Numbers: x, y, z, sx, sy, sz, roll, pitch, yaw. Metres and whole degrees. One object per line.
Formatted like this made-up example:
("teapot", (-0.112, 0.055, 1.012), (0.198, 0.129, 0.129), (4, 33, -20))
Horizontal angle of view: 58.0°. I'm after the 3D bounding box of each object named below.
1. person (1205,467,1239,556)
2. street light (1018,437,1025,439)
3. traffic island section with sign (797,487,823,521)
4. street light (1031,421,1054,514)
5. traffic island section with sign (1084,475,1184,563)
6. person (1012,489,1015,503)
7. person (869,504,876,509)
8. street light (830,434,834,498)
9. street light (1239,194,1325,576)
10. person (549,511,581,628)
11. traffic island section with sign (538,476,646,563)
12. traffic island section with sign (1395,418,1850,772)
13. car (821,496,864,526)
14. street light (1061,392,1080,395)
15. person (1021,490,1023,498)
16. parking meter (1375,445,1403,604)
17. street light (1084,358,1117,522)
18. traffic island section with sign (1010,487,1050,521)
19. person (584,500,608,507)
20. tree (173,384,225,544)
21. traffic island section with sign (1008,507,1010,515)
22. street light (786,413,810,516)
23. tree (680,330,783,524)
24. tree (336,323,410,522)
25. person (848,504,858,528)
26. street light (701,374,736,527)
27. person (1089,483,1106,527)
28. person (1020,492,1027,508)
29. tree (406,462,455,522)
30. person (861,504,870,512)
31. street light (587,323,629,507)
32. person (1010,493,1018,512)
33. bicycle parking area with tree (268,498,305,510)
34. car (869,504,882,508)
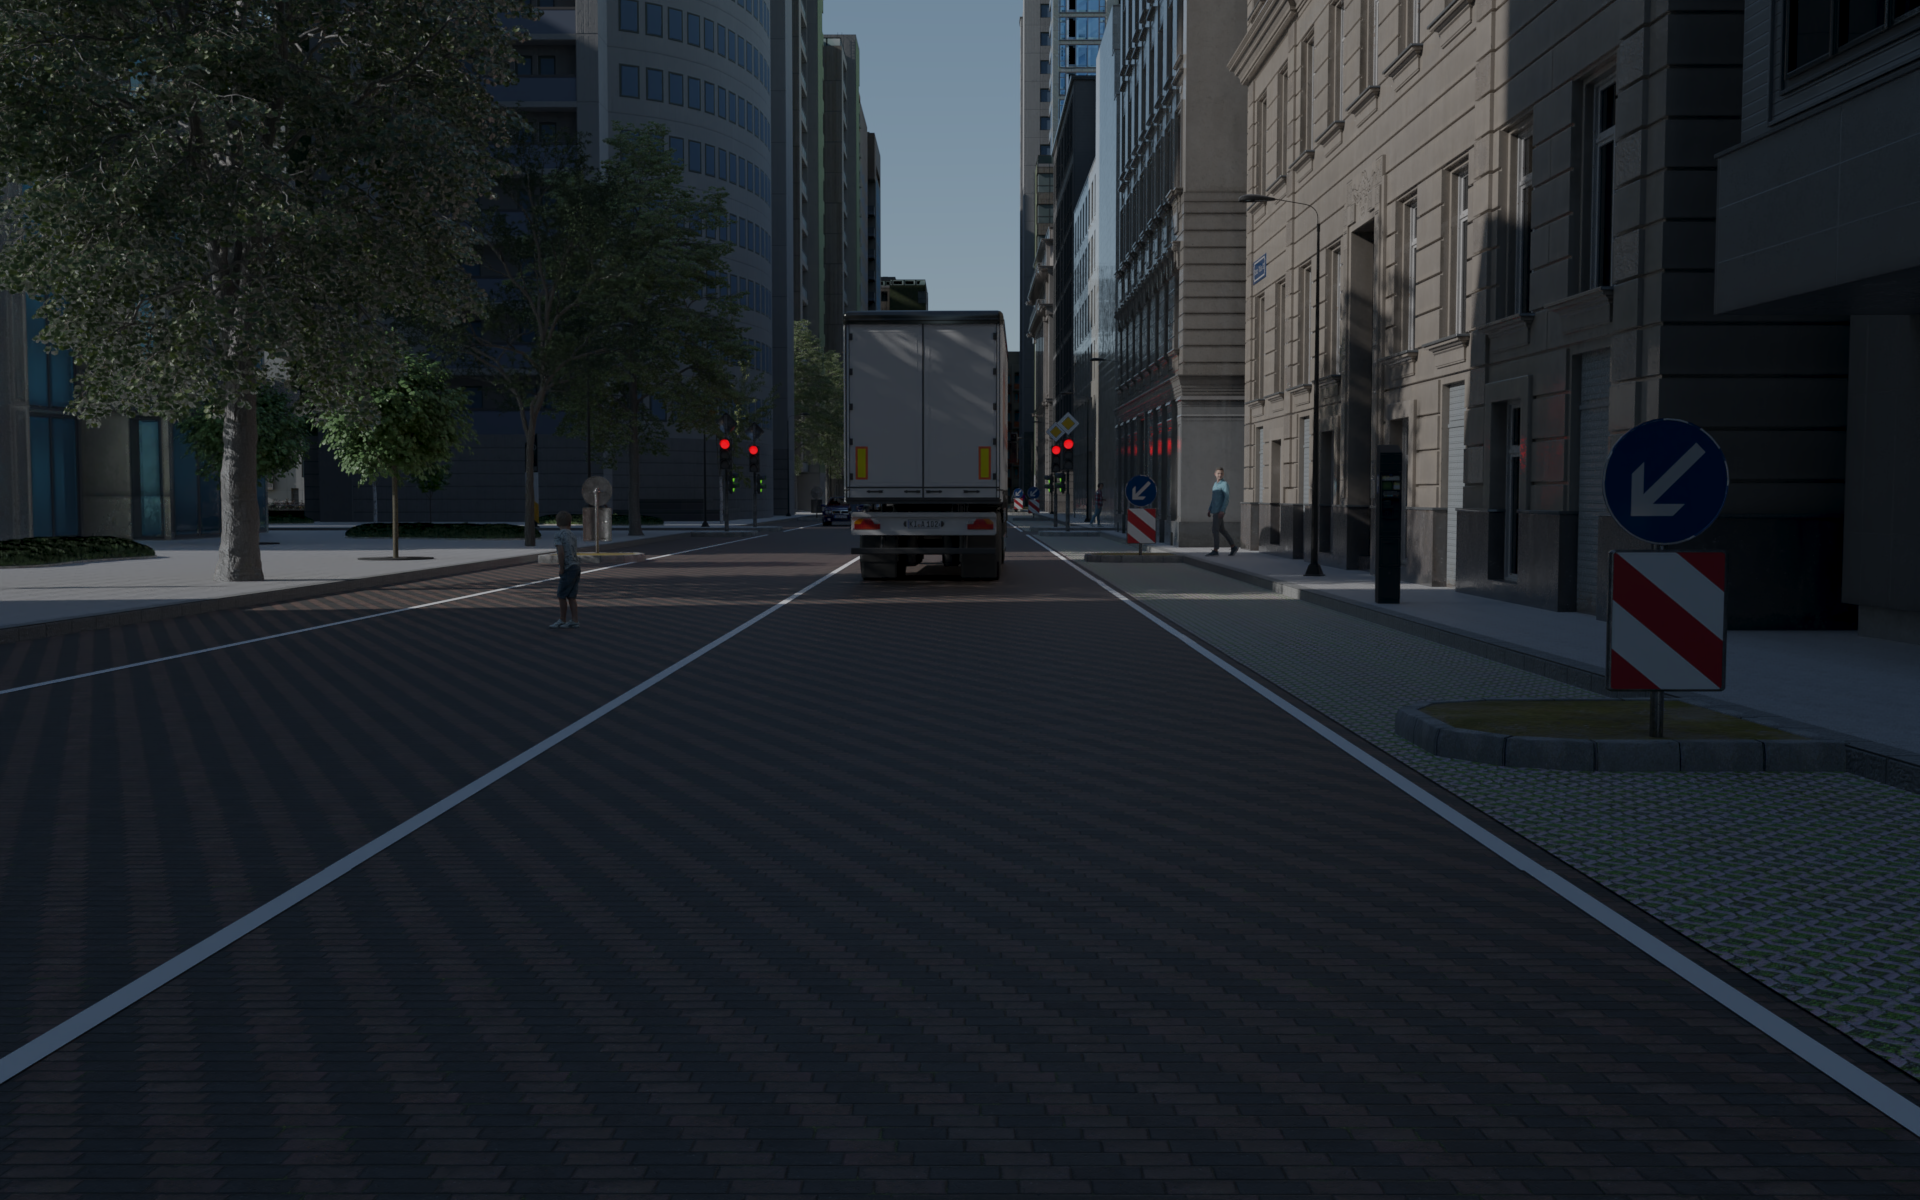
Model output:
("person", (5.412, -1.820, 35.666), (0.748, 1.841, 0.638), (0, 4, -4))
("street light", (5.369, -10.371, 142.105), (1.470, 5.913, 1.316), (0, 4, 0))
("traffic island section with sign", (-7.609, -5.129, 92.489), (1.989, 1.847, 2.006), (0, 4, 0))
("street light", (5.314, -8.416, 110.150), (1.470, 5.913, 1.316), (0, 4, 0))
("traffic island section with sign", (3.661, -1.722, 36.776), (1.989, 1.847, 2.006), (0, 4, 0))
("person", (6.131, -11.632, 196.195), (0.705, 1.831, 1.348), (1, 4, 18))
("person", (-4.374, -4.832, 87.631), (0.853, 1.813, 0.709), (-2, 4, -33))
("street light", (-9.217, -9.676, 130.738), (1.470, 5.913, 1.316), (0, 4, 0))
("street light", (5.013, -3.330, 26.988), (1.470, 5.913, 1.316), (0, 4, 0))
("person", (-4.219, -0.325, 18.499), (0.332, 1.250, 0.352), (-2, 4, -32))
("traffic island section with sign", (-7.771, -1.726, 36.844), (1.989, 1.847, 2.006), (0, 4, 0))
("traffic island section with sign", (3.579, -0.073, 9.821), (1.989, 1.847, 2.006), (0, 4, 0))
("car", (-5.332, -4.062, 78.999), (1.945, 1.354, 3.894), (0, 4, 0))
("street light", (5.266, -6.499, 78.793), (1.470, 5.913, 1.316), (0, 4, 0))
("person", (5.962, -9.981, 170.029), (0.445, 1.727, 0.742), (-1, 4, -10))
("parking meter", (5.030, -0.894, 20.331), (0.255, 1.863, 0.399), (0, 4, 7))
("street light", (5.112, -5.295, 59.121), (1.470, 5.913, 1.316), (0, 4, 0))
("traffic island section with sign", (3.826, -5.164, 93.063), (1.989, 1.847, 2.006), (0, 4, 0))
("person", (-11.335, -2.906, 53.897), (0.721, 1.781, 0.623), (-1, 4, -11))
("tree", (-18.227, -3.704, 44.268), (4.285, 4.588, 4.351), (0, 3, 0))
("traffic island section with sign", (3.911, -6.813, 120.018), (1.989, 1.847, 2.006), (0, 4, 0))
("street light", (-9.317, -7.760, 99.411), (1.470, 5.913, 1.316), (0, 4, 0))
("tree", (-10.084, -7.592, 74.488), (4.737, 8.622, 4.395), (0, 3, 0))
("tree", (-25.100, -7.565, 74.052), (4.737, 8.622, 4.395), (0, 3, 0))
("person", (-4.374, -3.920, 72.608), (0.654, 1.822, 0.581), (-2, 4, -28))
("street light", (-9.366, -5.788, 67.182), (1.470, 5.913, 1.316), (0, 4, 0))
("person", (5.404, -3.733, 67.909), (0.643, 1.720, 0.563), (1, 4, 12))
("person", (5.907, -9.344, 162.034), (0.991, 1.433, 0.599), (3, 4, 37))
("tree", (-17.281, -3.797, 56.685), (1.663, 3.219, 1.824), (0, 3, 0))
("person", (-4.358, -4.443, 81.634), (0.782, 1.767, 0.515), (0, 4, -7))
("street light", (-9.567, -4.562, 47.130), (1.470, 5.913, 1.316), (0, 4, 0))
("person", (4.079, -7.363, 129.364), (0.782, 1.767, 0.515), (-2, 4, -34))
("bicycle parking area with tree", (-55.618, -9.089, 135.611), (9.016, 4.147, 8.231), (0, 4, 4))
("car", (-4.614, -5.751, 106.025), (2.014, 1.417, 4.499), (0, 4, 2))
